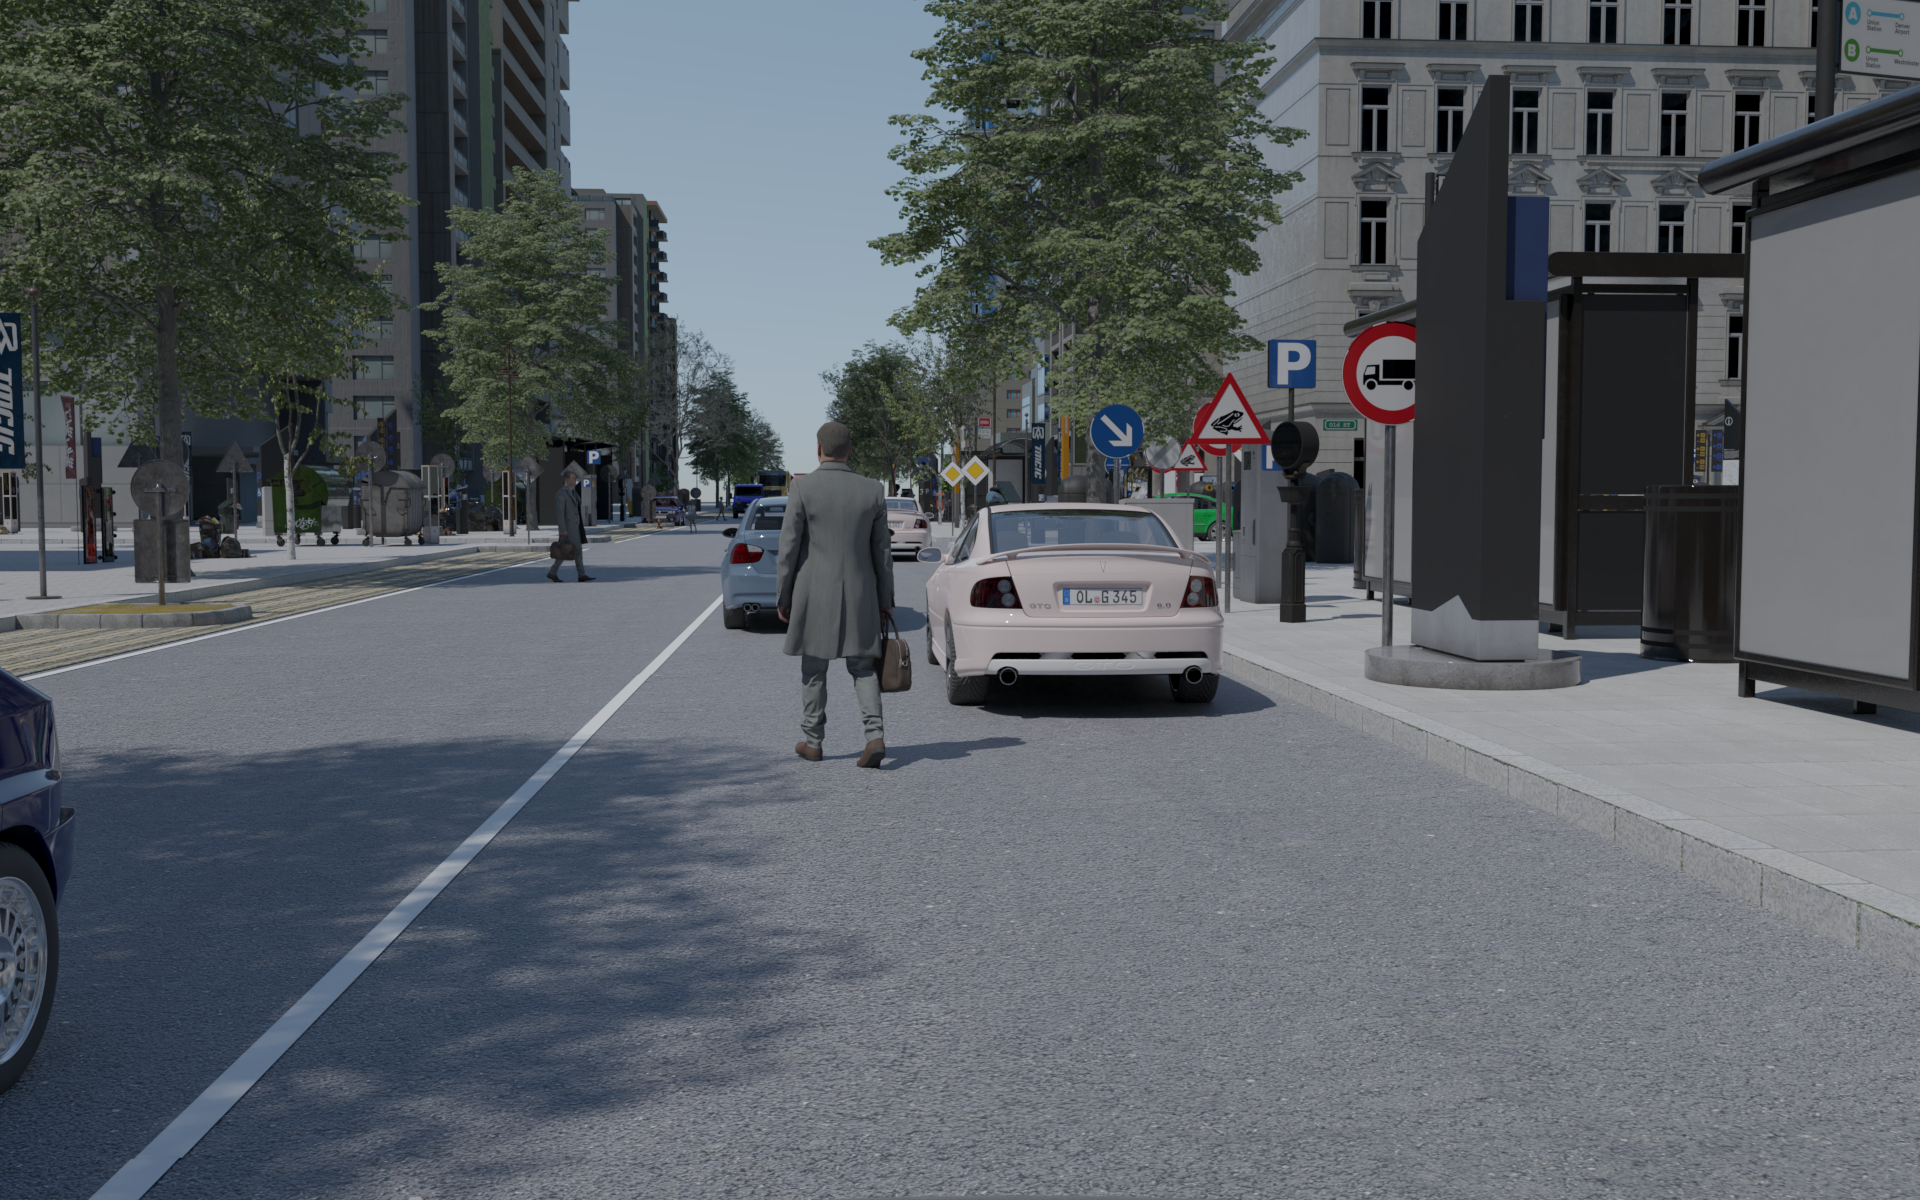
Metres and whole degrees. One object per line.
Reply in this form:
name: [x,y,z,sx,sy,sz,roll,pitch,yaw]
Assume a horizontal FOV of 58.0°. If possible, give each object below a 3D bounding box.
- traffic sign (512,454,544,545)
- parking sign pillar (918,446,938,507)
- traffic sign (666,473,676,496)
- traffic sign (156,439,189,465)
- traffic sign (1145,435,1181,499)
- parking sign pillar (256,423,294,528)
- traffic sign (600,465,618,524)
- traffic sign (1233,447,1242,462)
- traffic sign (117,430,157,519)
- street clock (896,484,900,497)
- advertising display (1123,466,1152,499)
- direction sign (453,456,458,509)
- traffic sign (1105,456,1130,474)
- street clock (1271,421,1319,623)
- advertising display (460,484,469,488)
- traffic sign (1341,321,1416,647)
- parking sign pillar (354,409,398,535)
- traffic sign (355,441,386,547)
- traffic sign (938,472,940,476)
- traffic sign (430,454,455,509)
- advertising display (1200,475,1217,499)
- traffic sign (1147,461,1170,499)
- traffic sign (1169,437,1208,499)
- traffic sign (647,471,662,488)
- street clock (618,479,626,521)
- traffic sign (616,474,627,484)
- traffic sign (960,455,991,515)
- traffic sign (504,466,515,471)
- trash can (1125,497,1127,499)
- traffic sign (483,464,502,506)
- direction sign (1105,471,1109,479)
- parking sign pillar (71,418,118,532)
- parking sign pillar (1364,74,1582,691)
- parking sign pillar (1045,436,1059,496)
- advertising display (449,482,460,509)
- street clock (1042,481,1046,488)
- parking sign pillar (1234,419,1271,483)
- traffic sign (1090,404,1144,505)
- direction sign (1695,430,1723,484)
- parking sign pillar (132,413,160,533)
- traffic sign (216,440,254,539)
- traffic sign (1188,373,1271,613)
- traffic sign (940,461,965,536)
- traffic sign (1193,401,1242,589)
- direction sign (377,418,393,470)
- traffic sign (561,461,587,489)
traffic sign: [-10.919,-2.457,43.821,0.795,2.450,0.064,0,4,-4]
parking sign pillar: [-1.659,-6.253,90.701,1.447,3.967,1.447,-2,4,-34]
traffic sign: [-18.088,-6.577,107.545,0.884,2.594,0.081,0,4,-2]
traffic sign: [-16.895,-2.265,37.133,0.768,2.556,0.104,0,4,4]
traffic sign: [4.282,-2.233,36.611,0.768,2.556,0.104,0,4,1]
parking sign pillar: [-26.011,-4.730,65.802,1.447,3.967,1.447,3,5,42]
traffic sign: [-15.283,-4.607,75.431,0.768,2.556,0.104,0,4,3]
traffic sign: [4.190,-1.473,25.273,0.795,2.450,0.064,0,4,-3]
traffic sign: [-16.580,-2.141,35.007,0.884,2.594,0.081,0,4,-1]
street clock: [-4.412,-7.093,120.544,0.471,2.002,0.358,1,4,13]
advertising display: [4.125,-2.120,39.874,0.123,1.923,0.974,-2,4,-24]
direction sign: [-29.007,-6.588,99.703,0.379,3.537,0.876,0,4,-3]
traffic sign: [4.726,-3.178,52.060,0.768,2.556,0.104,0,4,1]
street clock: [3.328,-0.776,17.258,0.358,2.002,0.471,-2,4,-31]
advertising display: [-31.157,-6.293,108.106,0.974,1.923,0.123,-1,4,-20]
traffic sign: [3.187,-0.780,12.852,0.768,2.556,0.104,0,4,-2]
parking sign pillar: [-18.265,-4.036,54.463,1.447,3.967,1.447,1,4,20]
traffic sign: [-14.221,-2.548,41.772,0.768,2.556,0.104,0,4,5]
traffic sign: [-1.341,-5.980,97.878,0.768,2.556,0.104,0,4,5]
traffic sign: [-16.320,-3.334,54.615,0.768,2.556,0.104,0,4,-1]
advertising display: [8.666,-3.360,60.151,0.974,1.923,0.123,-3,5,-43]
traffic sign: [5.067,-2.654,43.494,0.768,2.556,0.104,0,4,1]
traffic sign: [5.238,-2.431,39.751,0.884,2.594,0.081,0,4,2]
traffic sign: [-17.027,-5.900,96.461,0.884,2.594,0.081,0,4,3]
street clock: [-15.892,-4.700,81.420,0.358,2.002,0.471,0,4,3]
traffic sign: [-20.994,-6.570,107.518,0.768,2.556,0.104,0,4,-3]
traffic sign: [0.393,-2.509,44.672,0.795,2.450,0.064,0,4,-4]
traffic sign: [-20.141,-4.748,77.735,0.768,2.556,0.104,0,4,-4]
trash can: [8.373,-4.797,90.090,0.748,1.137,0.748,0,3,0]
traffic sign: [-18.629,-4.213,68.988,0.768,2.556,0.104,0,4,1]
direction sign: [8.674,-6.864,104.221,0.379,3.537,0.876,3,5,42]
parking sign pillar: [-29.830,-4.348,59.554,1.447,3.967,1.447,-2,4,-32]
parking sign pillar: [3.543,-1.432,11.891,1.447,3.967,1.447,0,4,-5]
parking sign pillar: [4.207,-5.683,81.382,1.447,3.967,1.447,-1,4,-23]
advertising display: [-27.248,-5.330,92.357,0.123,1.923,0.974,2,4,32]
street clock: [3.683,-4.531,78.650,0.358,2.002,0.471,2,4,32]
parking sign pillar: [10.621,-4.550,62.865,1.447,3.967,1.447,1,4,15]
traffic sign: [2.230,-1.500,24.626,0.768,2.556,0.104,0,4,5]
direction sign: [26.330,-4.218,60.963,0.876,3.537,0.379,1,4,18]
parking sign pillar: [-27.014,-4.256,58.052,1.447,3.967,1.447,-2,4,-30]
traffic sign: [-17.505,-2.557,41.810,0.884,2.594,0.081,0,4,-3]
traffic sign: [2.887,-1.139,18.629,0.884,2.594,0.081,0,4,2]
traffic sign: [-0.223,-2.996,52.634,0.795,2.450,0.064,0,4,-4]
traffic sign: [3.514,-1.428,23.457,0.768,2.556,0.104,0,4,-4]
direction sign: [-17.134,-3.651,51.693,0.379,3.537,0.876,1,4,10]
traffic sign: [-11.535,-2.944,51.783,0.795,2.450,0.064,0,4,-4]
